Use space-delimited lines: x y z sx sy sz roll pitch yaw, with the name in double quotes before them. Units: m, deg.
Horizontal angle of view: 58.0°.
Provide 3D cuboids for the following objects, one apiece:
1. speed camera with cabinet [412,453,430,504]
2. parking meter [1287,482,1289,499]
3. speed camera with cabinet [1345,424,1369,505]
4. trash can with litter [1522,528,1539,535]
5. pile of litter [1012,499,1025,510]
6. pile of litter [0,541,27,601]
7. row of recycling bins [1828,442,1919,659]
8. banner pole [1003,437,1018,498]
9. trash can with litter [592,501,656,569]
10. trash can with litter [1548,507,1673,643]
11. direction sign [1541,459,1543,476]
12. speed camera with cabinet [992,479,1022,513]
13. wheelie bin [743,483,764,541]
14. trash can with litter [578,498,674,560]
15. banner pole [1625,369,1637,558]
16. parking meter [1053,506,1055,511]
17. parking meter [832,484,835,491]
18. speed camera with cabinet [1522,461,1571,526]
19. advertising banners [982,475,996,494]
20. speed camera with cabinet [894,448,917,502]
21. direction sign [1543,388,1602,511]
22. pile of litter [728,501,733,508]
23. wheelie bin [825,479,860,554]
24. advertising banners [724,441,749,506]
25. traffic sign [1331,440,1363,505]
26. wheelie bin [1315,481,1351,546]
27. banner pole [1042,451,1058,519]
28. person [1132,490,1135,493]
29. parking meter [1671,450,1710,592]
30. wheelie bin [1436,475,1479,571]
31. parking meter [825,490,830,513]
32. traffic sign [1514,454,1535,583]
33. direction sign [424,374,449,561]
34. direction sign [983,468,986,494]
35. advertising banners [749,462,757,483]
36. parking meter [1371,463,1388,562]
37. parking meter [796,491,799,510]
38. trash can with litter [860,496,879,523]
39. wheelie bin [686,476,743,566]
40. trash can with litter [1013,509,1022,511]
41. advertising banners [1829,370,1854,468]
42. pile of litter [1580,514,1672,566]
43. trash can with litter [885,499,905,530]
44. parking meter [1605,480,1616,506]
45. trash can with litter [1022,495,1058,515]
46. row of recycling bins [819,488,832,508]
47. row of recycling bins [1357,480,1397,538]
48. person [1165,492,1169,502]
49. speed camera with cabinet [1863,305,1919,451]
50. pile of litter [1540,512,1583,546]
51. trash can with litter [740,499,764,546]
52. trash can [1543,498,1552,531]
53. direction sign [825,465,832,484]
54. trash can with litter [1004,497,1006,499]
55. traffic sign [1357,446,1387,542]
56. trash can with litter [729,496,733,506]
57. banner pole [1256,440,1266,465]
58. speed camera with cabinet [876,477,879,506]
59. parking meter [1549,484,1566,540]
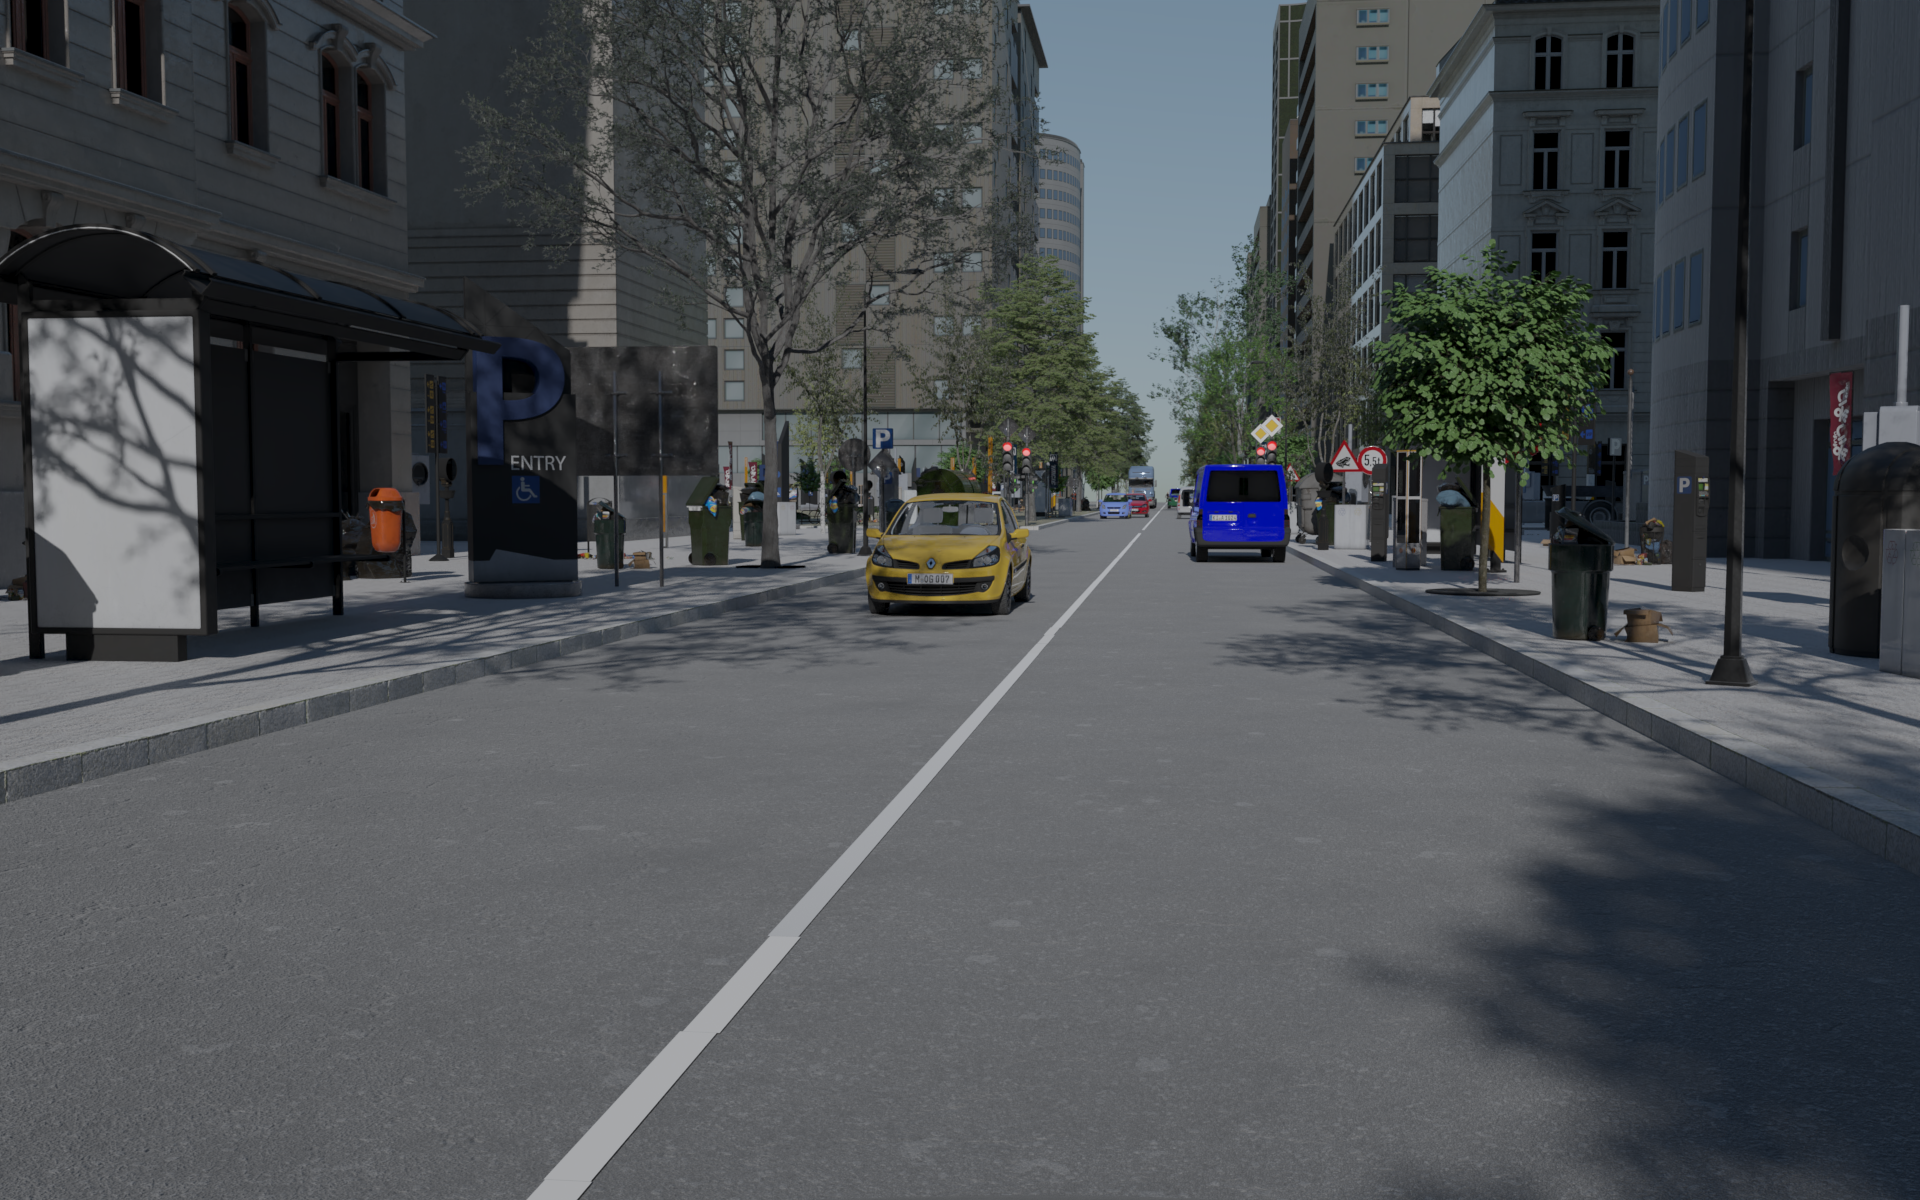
"speed camera with cabinet" -12.607 -2.687 38.269 0.660 3.252 2.038 1 4 23
"parking meter" 13.219 -3.986 70.888 0.399 1.863 0.255 3 4 37
"speed camera with cabinet" 10.874 -3.310 48.448 0.660 3.252 2.038 2 4 30
"trash can with litter" 17.090 -2.677 54.831 1.678 1.210 2.233 -2 4 -27
"pile of litter" 4.947 -7.785 141.251 1.719 0.858 1.176 2 4 27
"pile of litter" -11.179 -0.451 21.334 1.719 0.858 1.176 0 4 -1
"row of recycling bins" 8.753 -0.395 13.570 3.534 1.692 1.069 0 4 5
"banner pole" 2.163 -5.290 76.515 0.863 3.779 0.401 -2 4 -26
"trash can with litter" -5.784 -1.128 29.824 1.055 1.170 0.624 -1 4 -14
"trash can with litter" 5.719 -0.236 15.238 1.055 1.170 0.624 2 4 23
"direction sign" 25.377 -5.048 74.530 0.379 3.537 0.876 -2 4 -34
"speed camera with cabinet" 3.185 -7.588 118.393 2.038 3.252 0.660 1 4 18
"wheelie bin" -5.674 -2.429 47.625 0.980 1.594 0.693 3 4 38
"trash can with litter" -6.788 -1.413 34.168 2.233 1.210 1.678 1 4 13
"banner pole" 13.530 -2.750 34.973 0.401 3.779 0.863 2 4 28
"parking meter" 7.099 -7.801 133.256 0.399 1.863 0.255 2 4 35
"parking meter" -5.407 -4.283 75.736 0.399 1.863 0.255 -1 4 -11
"speed camera with cabinet" 23.919 -4.675 70.773 0.660 3.252 2.038 -3 5 -45
"advertising banners" 2.114 -9.158 145.927 2.074 3.025 0.090 0 4 -2
"speed camera with cabinet" -2.372 -4.842 73.501 0.660 3.252 2.038 -1 4 -18
"direction sign" 9.877 -2.193 27.849 0.379 3.537 0.876 -1 4 -22
"pile of litter" -14.890 -6.029 112.537 1.719 0.858 1.176 3 5 43
"wheelie bin" -2.533 -1.812 37.526 0.693 1.594 0.980 0 4 5
"advertising banners" -7.496 -3.791 58.171 0.090 3.025 2.074 1 4 9
"traffic sign" 9.270 -2.558 41.834 0.884 2.594 0.081 1 4 13
"wheelie bin" 9.359 -2.167 43.330 0.980 1.594 0.693 -2 4 -32
"banner pole" 4.696 -6.107 89.868 0.863 3.779 0.401 0 4 -6
"person" 13.099 -7.498 131.487 0.834 1.777 0.661 1 4 10
"parking meter" 9.607 -1.043 22.769 0.255 1.863 0.399 -2 4 -29
"wheelie bin" 8.350 -1.297 29.108 0.693 1.594 0.980 1 4 15
"parking meter" -8.552 -6.324 111.814 0.372 1.533 0.369 0 3 0
"traffic sign" 8.051 -1.521 24.969 0.768 2.556 0.104 1 4 14
"direction sign" -9.988 -2.513 33.088 0.379 3.537 0.876 1 4 8
"direction sign" 1.877 -8.695 134.168 0.379 3.537 0.876 1 4 15
"advertising banners" -10.509 -5.983 94.008 2.074 3.025 0.090 -2 4 -26
"parking meter" 7.982 -1.666 32.953 0.255 1.863 0.399 2 4 23
"parking meter" -13.385 -8.302 141.450 0.399 1.863 0.255 -1 4 -20
"trash can with litter" -4.094 -4.505 84.717 1.678 1.210 2.233 2 4 28
"wheelie bin" -4.512 -1.427 31.233 0.693 1.594 0.980 -3 4 -36
"trash can with litter" 4.647 -7.232 129.301 2.233 1.210 1.678 2 4 30
"advertising banners" 12.674 -1.700 23.984 0.090 3.025 2.074 -1 4 -9
"pile of litter" 12.393 -1.081 31.645 1.719 0.858 1.176 -1 4 -20
"trash can with litter" -1.465 -1.836 41.399 0.624 1.170 1.055 0 4 -8
"parking meter" 27.539 -4.134 73.303 0.399 1.863 0.255 3 5 43
"trash can with litter" 5.300 -5.911 107.700 2.233 1.210 1.678 1 4 14
"row of recycling bins" -10.001 -7.420 128.433 1.069 1.692 3.534 -1 4 -8
"row of recycling bins" 12.128 -2.724 51.643 1.069 1.692 3.534 0 4 4
"person" 35.272 -17.424 293.940 0.990 1.755 0.434 1 4 12
"speed camera with cabinet" 10.558 -1.447 18.002 2.038 3.252 0.660 2 4 35
"pile of litter" 14.782 -1.729 42.240 1.176 0.858 1.719 2 4 23
"trash can with litter" -5.119 -1.903 42.504 0.624 1.170 1.055 -1 4 -11
"trash can" 20.717 -2.982 60.404 0.748 1.137 0.748 0 3 0
"direction sign" -10.350 -8.859 136.843 0.379 3.537 0.876 3 4 36
"trash can with litter" 1.500 -3.699 71.869 1.055 1.170 0.624 1 4 11
"traffic sign" 10.934 -2.807 46.004 0.768 2.556 0.104 1 4 9
"trash can with litter" -16.318 -7.122 127.496 2.233 1.210 1.678 -2 4 -30
"banner pole" 12.668 -5.060 72.750 0.863 3.779 0.401 0 4 -7
"speed camera with cabinet" -6.177 -8.884 139.585 0.660 3.252 2.038 -1 4 -19
"parking meter" 15.159 -2.172 43.924 0.372 1.533 0.369 0 3 0
